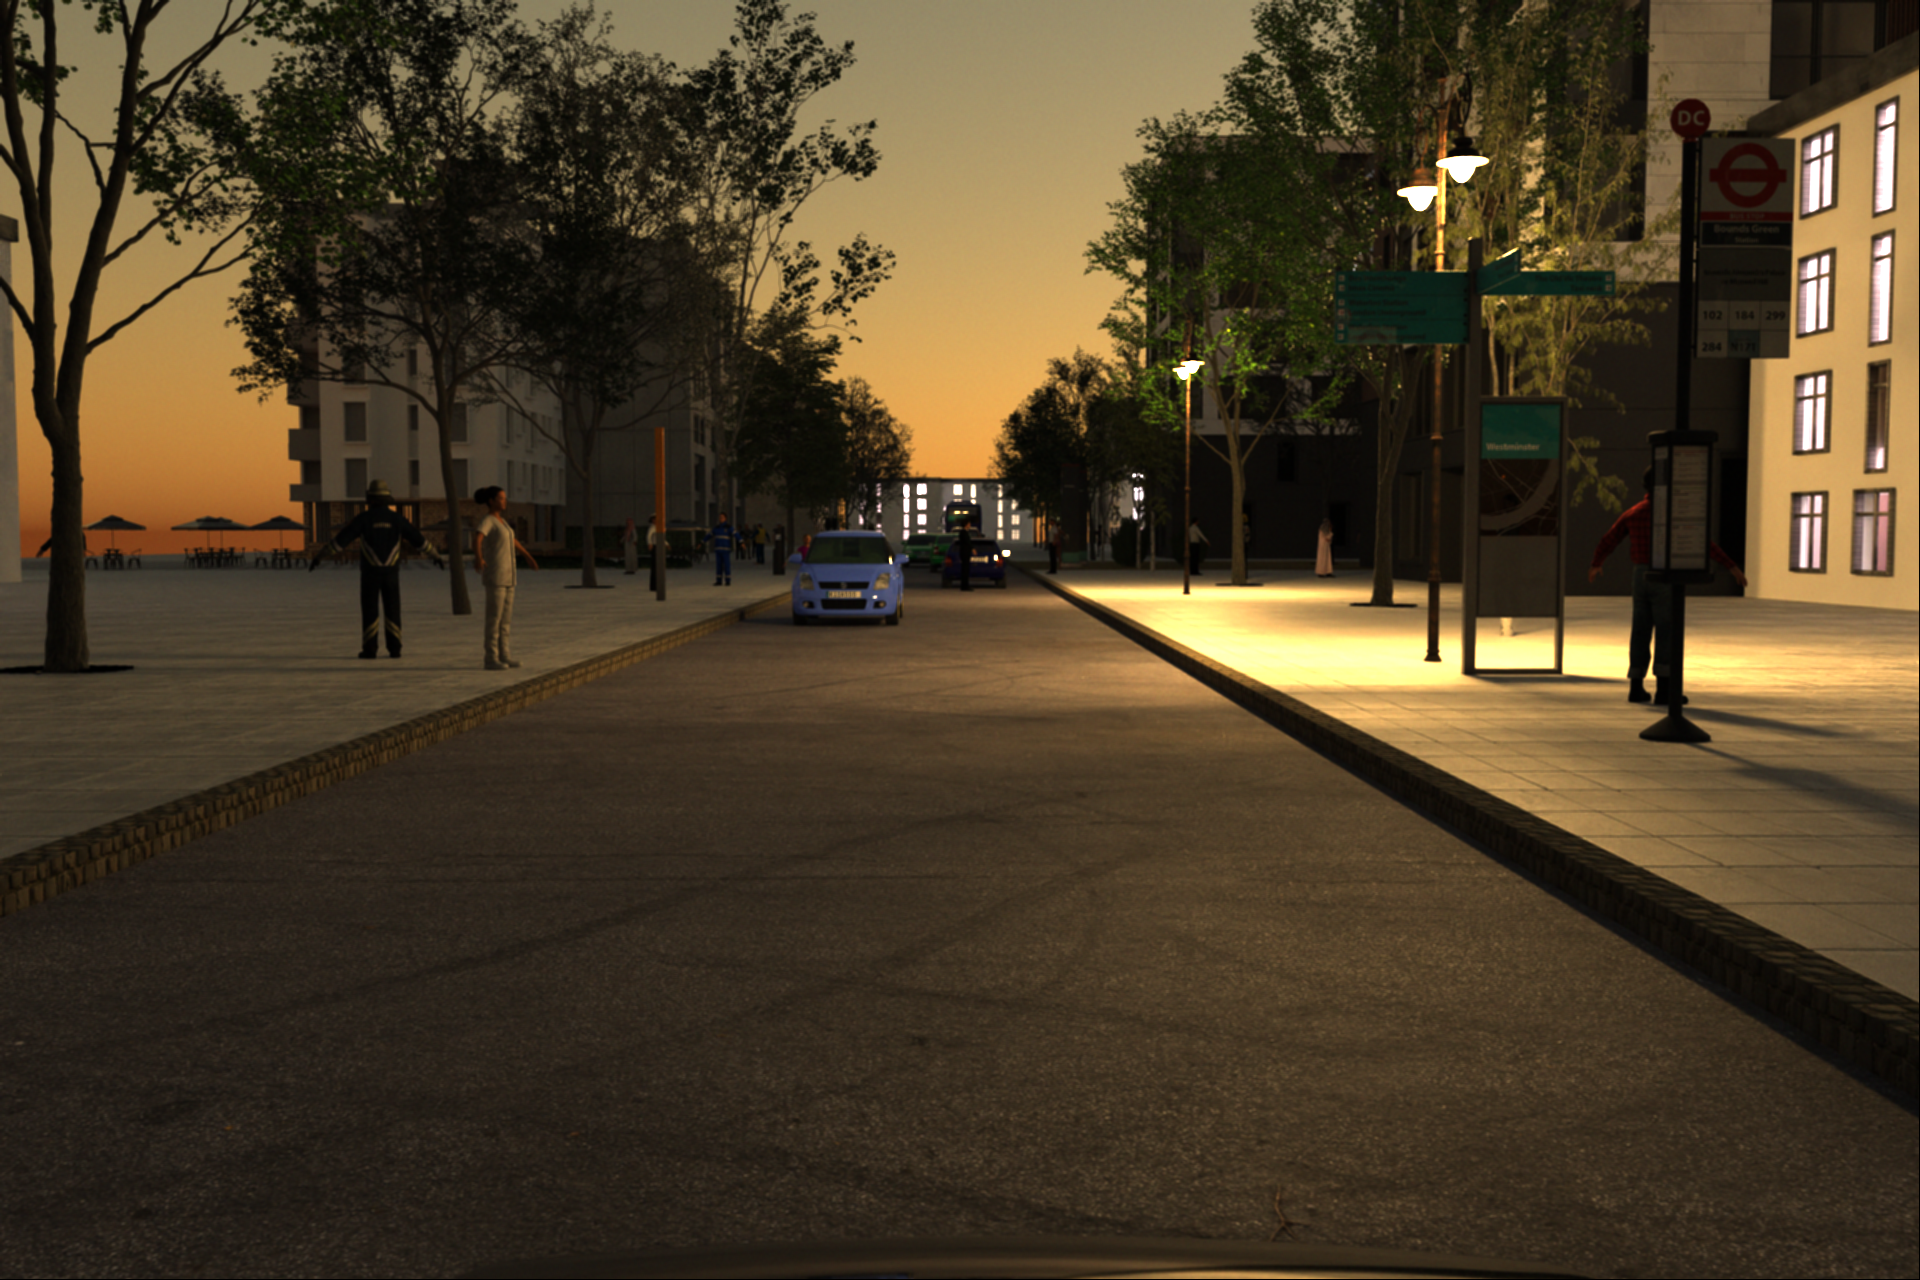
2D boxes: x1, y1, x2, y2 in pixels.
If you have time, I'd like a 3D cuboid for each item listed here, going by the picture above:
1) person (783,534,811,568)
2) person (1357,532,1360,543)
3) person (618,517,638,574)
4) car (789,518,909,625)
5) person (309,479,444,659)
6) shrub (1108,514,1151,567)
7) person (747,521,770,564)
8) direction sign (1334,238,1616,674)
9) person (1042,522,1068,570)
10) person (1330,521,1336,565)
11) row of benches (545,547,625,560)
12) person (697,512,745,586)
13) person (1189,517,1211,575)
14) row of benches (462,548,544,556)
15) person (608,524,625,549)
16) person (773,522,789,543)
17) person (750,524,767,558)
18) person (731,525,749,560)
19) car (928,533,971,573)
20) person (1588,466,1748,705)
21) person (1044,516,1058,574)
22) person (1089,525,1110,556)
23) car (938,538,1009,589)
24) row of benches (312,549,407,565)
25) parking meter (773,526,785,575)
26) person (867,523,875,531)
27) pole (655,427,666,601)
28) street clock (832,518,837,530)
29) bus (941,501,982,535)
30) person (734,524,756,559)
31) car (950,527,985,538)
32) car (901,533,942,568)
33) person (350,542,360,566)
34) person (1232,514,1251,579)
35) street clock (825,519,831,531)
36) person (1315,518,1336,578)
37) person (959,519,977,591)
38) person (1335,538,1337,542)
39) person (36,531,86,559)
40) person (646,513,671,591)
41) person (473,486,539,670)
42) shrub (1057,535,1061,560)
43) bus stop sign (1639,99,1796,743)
[{"bbox_3d":[-3.011,-1.375,34.206,0.991,1.433,0.599,-1,4,-14],"label":"person"},{"bbox_3d":[16.981,-4.054,72.408,1.347,1.817,0.704,-3,5,-40],"label":"person"},{"bbox_3d":[-10.560,-3.007,55.317,0.704,1.811,1.347,-2,4,-33],"label":"person"},{"bbox_3d":[-1.797,-1.149,28.372,1.945,1.707,3.694,0,4,0],"label":"car"},{"bbox_3d":[-6.003,-0.736,17.909,1.351,1.845,0.704,-2,4,-30],"label":"person"},{"bbox_3d":[6.685,-3.928,68.258,1.661,2.075,1.752,0,3,0],"label":"shrub"},{"bbox_3d":[-8.500,-4.130,73.490,0.705,1.833,1.349,3,4,39],"label":"person"},{"bbox_3d":[4.653,-1.617,15.195,2.525,3.948,1.411,0,4,0],"label":"direction sign"},{"bbox_3d":[3.459,-3.402,62.432,1.217,1.733,0.721,-3,4,-38],"label":"person"},{"bbox_3d":[15.253,-3.995,71.258,0.705,1.837,1.347,1,4,12],"label":"person"},{"bbox_3d":[-16.973,-3.893,79.107,4.104,0.672,1.422,-3,5,-44],"label":"row of benches"},{"bbox_3d":[-5.913,-2.272,43.119,1.345,1.831,0.704,1,4,21],"label":"person"},{"bbox_3d":[7.353,-2.929,54.044,0.704,1.810,1.344,-2,4,-26],"label":"person"},{"bbox_3d":[-20.166,-3.701,75.967,4.104,0.672,1.422,-1,4,-13],"label":"row of benches"},{"bbox_3d":[-18.742,-5.484,95.435,1.354,1.858,0.705,1,4,9],"label":"person"},{"bbox_3d":[-8.209,-4.463,78.824,0.705,1.847,1.347,2,4,26],"label":"person"},{"bbox_3d":[-11.162,-5.409,94.568,1.348,1.813,0.705,1,4,23],"label":"person"},{"bbox_3d":[-10.997,-4.856,86.110,1.216,1.740,0.721,1,4,15],"label":"person"},{"bbox_3d":[-0.233,-3.466,65.470,1.959,1.807,4.718,0,4,0],"label":"car"},{"bbox_3d":[5.291,-0.429,13.129,0.704,1.816,1.345,-2,4,-32],"label":"person"},{"bbox_3d":[2.976,-3.076,56.074,0.704,1.855,1.343,-1,4,-9],"label":"person"},{"bbox_3d":[8.192,-5.805,101.049,1.345,1.843,0.704,-1,4,-12],"label":"person"},{"bbox_3d":[0.374,-2.099,46.892,1.945,1.354,3.894,0,3,0],"label":"car"},{"bbox_3d":[-25.451,-3.535,73.257,4.104,0.672,1.422,-3,5,-44],"label":"row of benches"},{"bbox_3d":[-5.707,-2.822,54.558,0.372,1.533,0.369,0,3,0],"label":"parking meter"},{"bbox_3d":[-3.453,-3.602,67.123,0.705,1.856,1.354,0,4,-2],"label":"person"},{"bbox_3d":[-5.750,-2.409,33.227,0.158,3.312,0.155,0,3,0],"label":"pole"},{"bbox_3d":[-5.610,-4.453,77.370,0.358,2.002,0.471,0,4,-1],"label":"street clock"},{"bbox_3d":[0.102,-8.292,127.124,2.896,3.916,12.251,0,4,-1],"label":"bus"},{"bbox_3d":[-10.812,-4.991,87.880,1.348,1.796,0.705,-1,4,-18],"label":"person"},{"bbox_3d":[0.262,-5.299,95.319,2.281,1.827,5.304,0,4,-1],"label":"car"},{"bbox_3d":[-1.583,-4.065,75.258,1.959,1.807,4.718,0,4,-1],"label":"car"},{"bbox_3d":[-23.870,-3.866,69.391,1.347,1.806,0.705,1,4,20],"label":"person"},{"bbox_3d":[8.016,-2.658,49.229,0.704,1.858,1.351,0,4,-6],"label":"person"},{"bbox_3d":[-6.178,-4.684,81.155,0.358,2.002,0.471,0,4,1],"label":"street clock"},{"bbox_3d":[10.771,-2.708,50.980,0.621,1.740,0.551,1,4,9],"label":"person"},{"bbox_3d":[0.165,-2.140,43.635,0.705,1.806,1.347,-1,4,-12],"label":"person"},{"bbox_3d":[17.553,-4.669,82.111,0.705,1.856,1.354,2,4,30],"label":"person"},{"bbox_3d":[-14.016,-1.289,27.126,1.345,1.823,0.704,2,4,35],"label":"person"},{"bbox_3d":[-6.783,-1.990,38.997,0.721,1.778,1.216,1,4,11],"label":"person"},{"bbox_3d":[-4.322,-0.593,16.473,0.721,1.739,1.217,1,4,11],"label":"person"},{"bbox_3d":[4.998,-4.576,79.233,1.690,2.028,1.600,0,3,0],"label":"shrub"},{"bbox_3d":[4.697,-1.347,10.731,0.855,3.939,0.416,0,4,0],"label":"bus stop sign"}]
